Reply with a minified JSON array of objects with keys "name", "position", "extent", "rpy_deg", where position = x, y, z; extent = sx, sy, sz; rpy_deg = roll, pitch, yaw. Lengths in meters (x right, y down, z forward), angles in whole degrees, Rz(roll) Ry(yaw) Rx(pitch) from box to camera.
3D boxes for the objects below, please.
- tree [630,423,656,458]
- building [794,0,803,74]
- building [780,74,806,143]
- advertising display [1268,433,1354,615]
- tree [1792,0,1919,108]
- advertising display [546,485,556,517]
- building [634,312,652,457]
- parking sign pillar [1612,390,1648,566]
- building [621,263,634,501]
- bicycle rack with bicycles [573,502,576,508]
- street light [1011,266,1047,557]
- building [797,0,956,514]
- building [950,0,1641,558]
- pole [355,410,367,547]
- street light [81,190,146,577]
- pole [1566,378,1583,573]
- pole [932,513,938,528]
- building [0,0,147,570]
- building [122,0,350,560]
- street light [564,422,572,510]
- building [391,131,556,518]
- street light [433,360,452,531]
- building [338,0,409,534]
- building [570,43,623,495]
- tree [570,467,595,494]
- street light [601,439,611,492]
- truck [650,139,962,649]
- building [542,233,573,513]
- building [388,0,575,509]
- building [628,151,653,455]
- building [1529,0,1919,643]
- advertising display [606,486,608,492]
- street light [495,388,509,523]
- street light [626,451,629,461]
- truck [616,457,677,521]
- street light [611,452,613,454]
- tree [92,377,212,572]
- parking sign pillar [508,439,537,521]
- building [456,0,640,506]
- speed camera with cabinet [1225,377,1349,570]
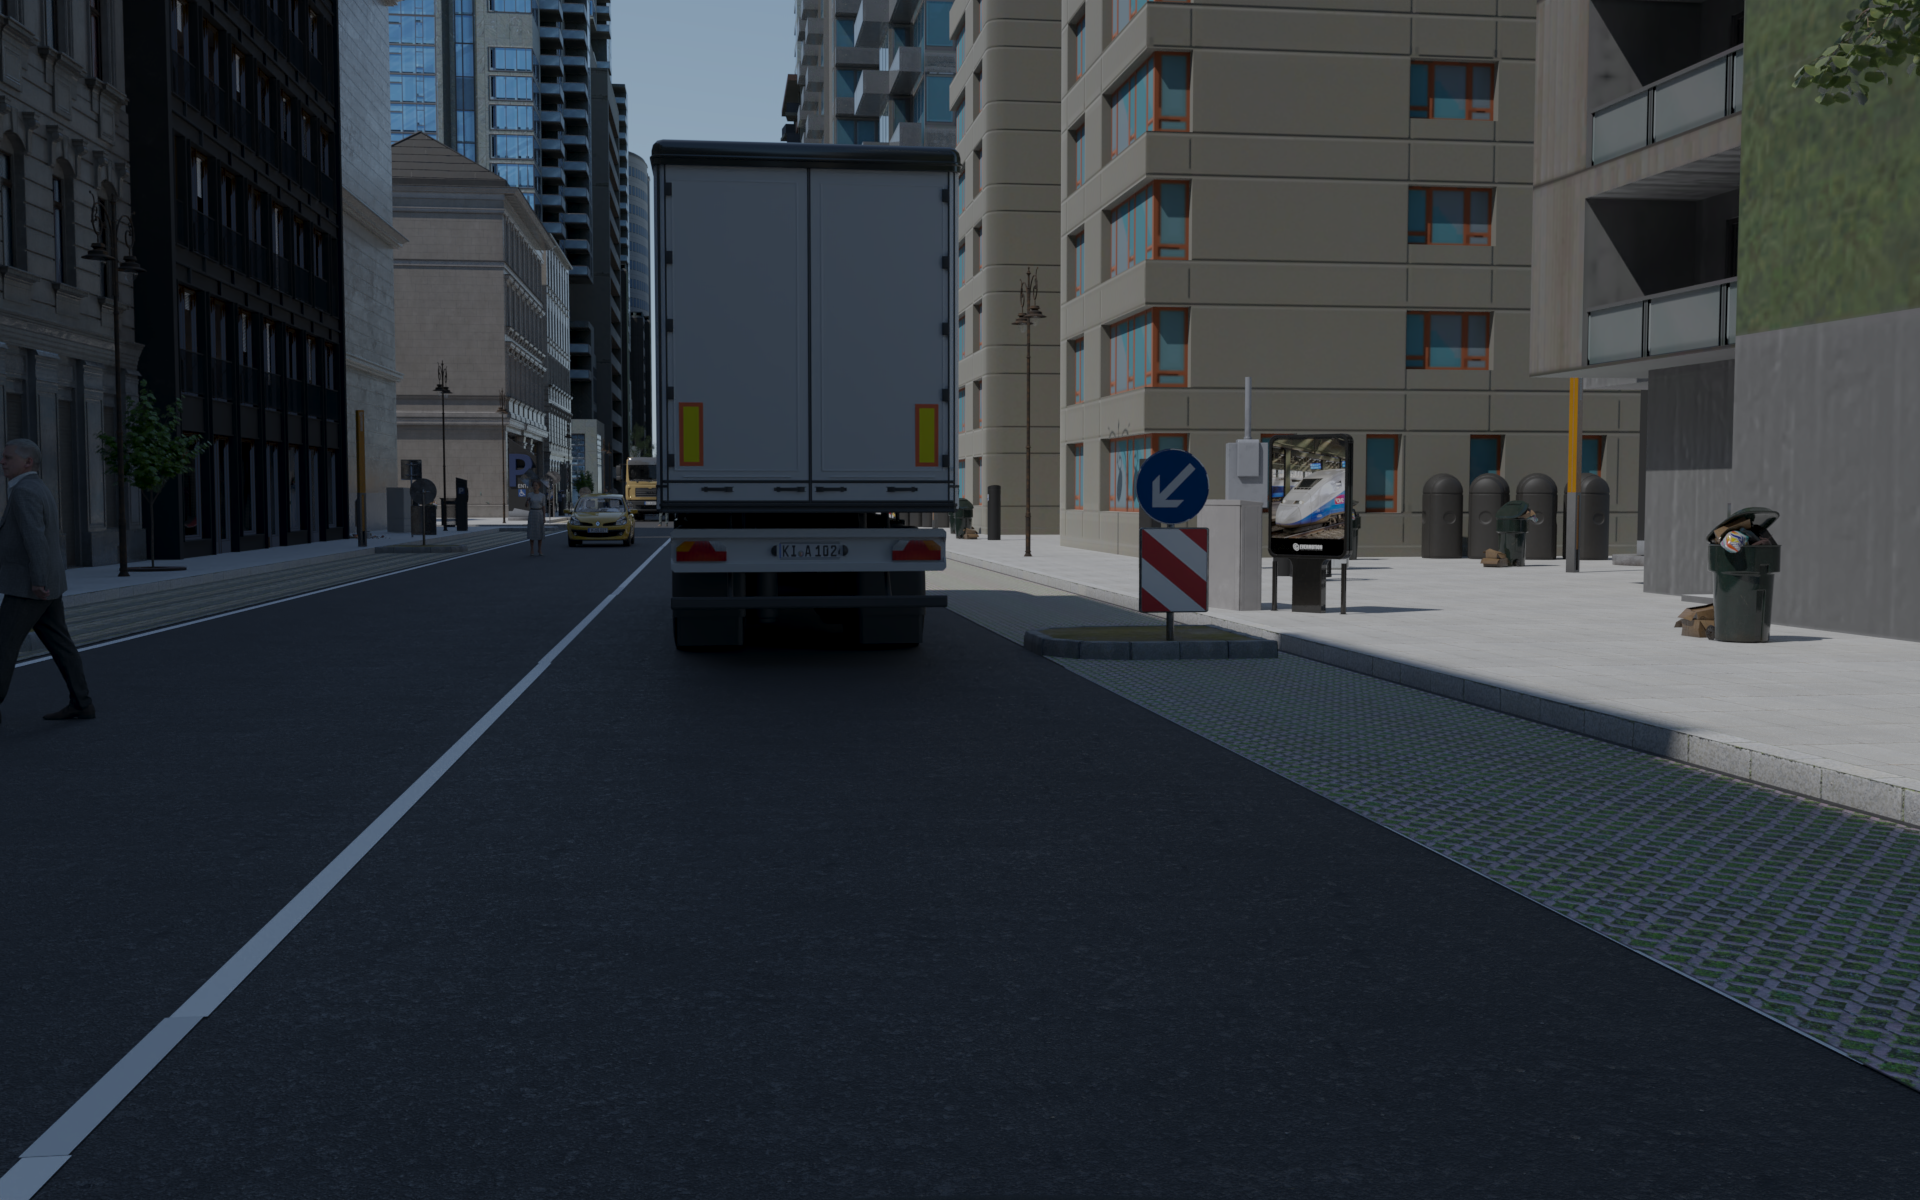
[{"name":"tree","position":[-41.540,-17.768,224.926],"extent":[8.767,10.594,7.601],"rpy_deg":[0,4,-7]},{"name":"building","position":[-11.092,-54.894,210.181],"extent":[22.319,86.520,31.000],"rpy_deg":[0,4,-8]},{"name":"building","position":[-7.347,-32.201,181.111],"extent":[22.147,44.769,28.867],"rpy_deg":[0,4,-8]},{"name":"advertising display","position":[3.776,-0.825,18.697],"extent":[0.974,1.923,0.123],"rpy_deg":[3,5,42]},{"name":"tree","position":[6.338,-5.459,7.384],"extent":[7.486,12.596,7.792],"rpy_deg":[0,3,0]},{"name":"advertising display","position":[-22.673,-5.553,96.013],"extent":[0.123,1.923,0.974],"rpy_deg":[-3,4,-37]},{"name":"building","position":[-55.266,-30.424,269.138],"extent":[14.160,30.474,14.107],"rpy_deg":[0,4,-8]},{"name":"parking sign pillar","position":[12.550,-2.612,31.172],"extent":[1.447,3.967,1.447],"rpy_deg":[2,4,30]},{"name":"building","position":[-47.011,-26.635,207.185],"extent":[14.160,30.474,14.107],"rpy_deg":[0,4,-8]},{"name":"bicycle rack with bicycles","position":[-31.589,-7.784,140.652],"extent":[2.852,0.926,2.925],"rpy_deg":[1,4,14]},{"name":"street light","position":[1.396,-3.827,35.359],"extent":[0.468,5.910,1.993],"rpy_deg":[0,4,-8]},{"name":"building","position":[-1.256,-31.620,136.602],"extent":[23.786,49.044,30.456],"rpy_deg":[0,4,-8]},{"name":"building","position":[15.332,-12.539,50.057],"extent":[27.650,21.520,28.899],"rpy_deg":[0,4,-8]},{"name":"pole","position":[-14.554,-2.951,42.088],"extent":[0.158,3.312,0.155],"rpy_deg":[0,3,0]},{"name":"street light","position":[-13.010,-3.302,26.770],"extent":[0.468,5.910,1.993],"rpy_deg":[0,4,-8]},{"name":"pole","position":[10.016,-2.102,28.217],"extent":[0.158,3.312,0.155],"rpy_deg":[0,3,0]},{"name":"pole","position":[-0.858,-4.036,59.839],"extent":[0.158,3.312,0.155],"rpy_deg":[0,3,0]},{"name":"building","position":[-19.015,-10.642,23.150],"extent":[9.793,20.994,18.267],"rpy_deg":[0,4,-8]},{"name":"building","position":[-22.386,-12.864,39.998],"extent":[12.332,23.373,15.834],"rpy_deg":[0,4,-8]},{"name":"street light","position":[-24.569,-8.318,108.792],"extent":[0.468,5.910,1.993],"rpy_deg":[0,4,-8]},{"name":"building","position":[-29.029,-14.861,93.890],"extent":[10.553,20.767,40.483],"rpy_deg":[0,4,-8]},{"name":"street light","position":[-17.882,-5.335,60.007],"extent":[0.468,5.910,1.993],"rpy_deg":[0,4,-8]},{"name":"building","position":[-31.172,-16.472,56.702],"extent":[23.554,28.519,14.401],"rpy_deg":[0,4,-8]},{"name":"building","position":[-48.261,-34.530,188.259],"extent":[21.300,48.544,21.600],"rpy_deg":[0,4,-8]},{"name":"tree","position":[-27.607,-8.210,128.831],"extent":[1.663,3.219,1.824],"rpy_deg":[0,3,0]},{"name":"street light","position":[-29.274,-10.382,142.531],"extent":[0.468,5.910,1.993],"rpy_deg":[0,4,-8]},{"name":"truck","position":[-1.971,-1.866,19.422],"extent":[2.839,4.237,11.283],"rpy_deg":[0,4,-8]},{"name":"building","position":[-33.197,-16.769,123.316],"extent":[9.793,20.994,18.267],"rpy_deg":[0,4,-8]},{"name":"building","position":[-44.529,-51.875,160.827],"extent":[22.319,86.520,31.000],"rpy_deg":[0,4,-8]},{"name":"building","position":[-62.733,-45.724,289.577],"extent":[21.231,58.520,28.212],"rpy_deg":[0,4,-8]},{"name":"building","position":[14.593,-20.524,19.165],"extent":[14.154,41.232,14.086],"rpy_deg":[0,4,-8]},{"name":"advertising display","position":[-29.728,-8.607,145.935],"extent":[0.123,1.923,0.974],"rpy_deg":[-1,4,-11]},{"name":"street light","position":[-19.971,-6.295,75.719],"extent":[0.468,5.910,1.993],"rpy_deg":[0,4,-8]},{"name":"street light","position":[-35.169,-12.905,183.791],"extent":[0.468,5.910,1.993],"rpy_deg":[0,4,-8]},{"name":"truck","position":[-16.530,-5.951,93.219],"extent":[3.469,3.379,9.791],"rpy_deg":[0,4,-8]},{"name":"street light","position":[-30.458,-10.878,150.646],"extent":[0.468,5.910,1.993],"rpy_deg":[0,4,-8]},{"name":"tree","position":[-13.674,-2.102,28.970],"extent":[1.663,3.219,1.824],"rpy_deg":[0,3,0]},{"name":"parking sign pillar","position":[-21.154,-5.827,83.741],"extent":[1.447,3.967,1.447],"rpy_deg":[0,4,-3]},{"name":"building","position":[-56.659,-56.992,244.498],"extent":[22.319,86.520,31.000],"rpy_deg":[0,4,-8]},{"name":"speed camera with cabinet","position":[5.575,-2.151,29.509],"extent":[2.038,3.252,0.660],"rpy_deg":[0,4,4]}]
